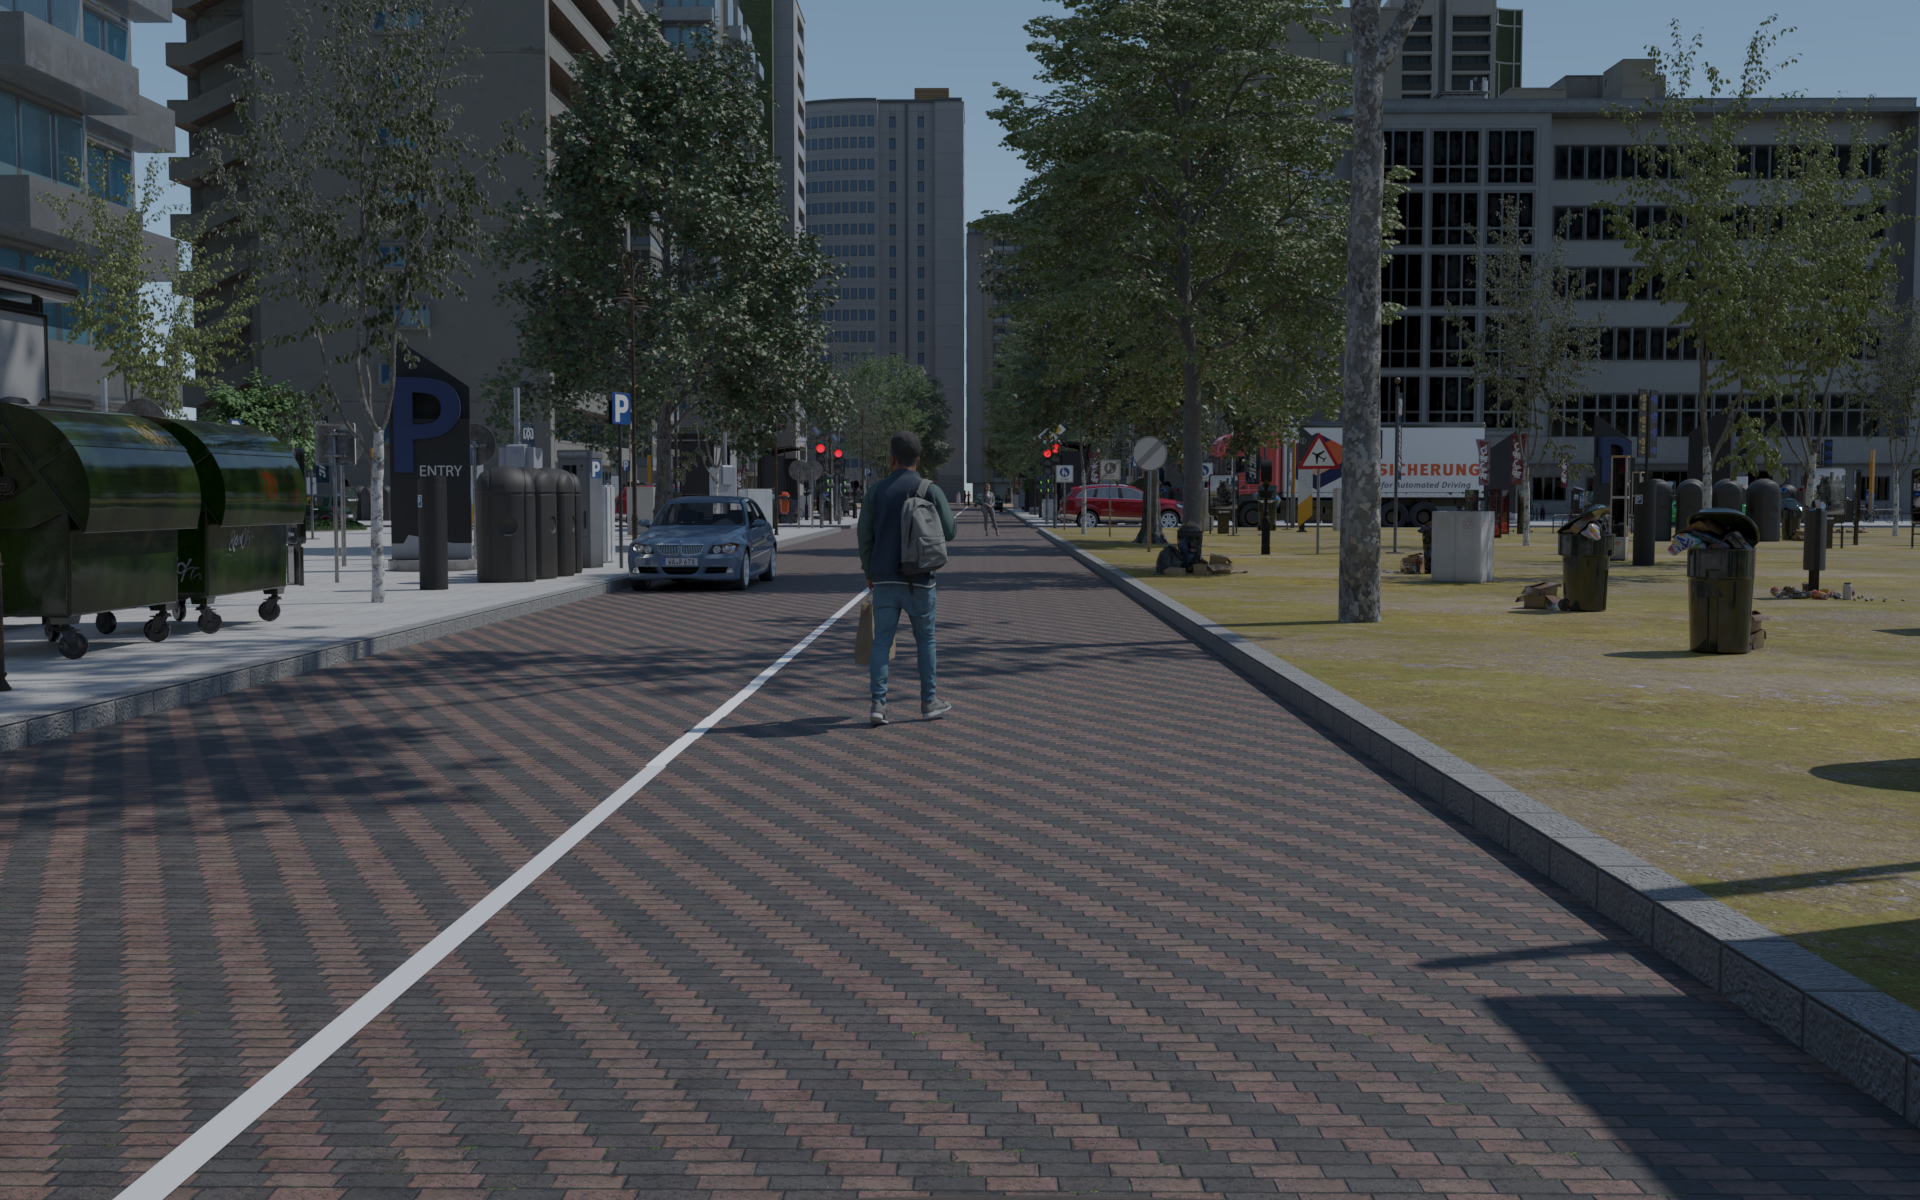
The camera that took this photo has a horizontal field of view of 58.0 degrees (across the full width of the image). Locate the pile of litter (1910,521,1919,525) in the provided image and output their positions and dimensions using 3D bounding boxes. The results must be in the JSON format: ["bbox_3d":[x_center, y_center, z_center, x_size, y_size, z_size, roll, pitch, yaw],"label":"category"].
[{"bbox_3d":[40.221,-3.566,72.262,1.719,0.858,1.176,-2,4,-29],"label":"pile of litter"}]

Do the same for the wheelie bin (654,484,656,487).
[{"bbox_3d":[-9.569,-2.880,54.995,0.693,1.594,0.980,-2,4,-30],"label":"wheelie bin"}]

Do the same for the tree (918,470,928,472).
[{"bbox_3d":[-4.701,-12.488,187.886,4.285,4.588,4.351,0,3,0],"label":"tree"}]

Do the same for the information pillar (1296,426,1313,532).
[{"bbox_3d":[11.577,-4.084,58.128,0.504,3.616,0.183,0,4,7],"label":"information pillar"}]

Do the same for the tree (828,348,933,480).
[{"bbox_3d":[-5.654,-12.021,122.299,9.928,11.665,9.643,0,3,0],"label":"tree"}]

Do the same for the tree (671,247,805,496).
[{"bbox_3d":[-6.984,-6.071,49.631,4.360,8.622,3.978,0,3,0],"label":"tree"}]

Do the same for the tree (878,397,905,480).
[{"bbox_3d":[-5.610,-9.427,104.485,4.360,8.622,3.978,0,3,0],"label":"tree"}]

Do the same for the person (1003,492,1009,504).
[{"bbox_3d":[6.059,-13.407,228.416,0.721,1.735,1.217,-3,5,-44],"label":"person"}]

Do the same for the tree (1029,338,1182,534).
[{"bbox_3d":[4.176,-6.400,55.002,4.360,8.622,3.978,0,3,0],"label":"tree"}]

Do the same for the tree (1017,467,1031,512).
[{"bbox_3d":[4.951,-7.885,123.525,1.663,3.219,1.824,0,3,0],"label":"tree"}]

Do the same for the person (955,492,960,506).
[{"bbox_3d":[-0.214,-12.394,211.805,0.621,1.740,0.551,3,5,40],"label":"person"}]

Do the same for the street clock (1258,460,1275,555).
[{"bbox_3d":[6.479,-1.963,36.661,0.358,2.002,0.471,1,4,8],"label":"street clock"}]

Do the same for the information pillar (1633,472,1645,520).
[{"bbox_3d":[22.442,-3.230,57.308,0.304,2.012,0.304,-3,5,-40],"label":"information pillar"}]

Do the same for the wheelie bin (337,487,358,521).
[{"bbox_3d":[-26.732,-4.133,75.480,0.693,1.594,0.980,2,4,29],"label":"wheelie bin"}]

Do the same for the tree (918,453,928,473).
[{"bbox_3d":[-4.492,-14.900,193.973,4.360,8.622,3.978,0,3,0],"label":"tree"}]

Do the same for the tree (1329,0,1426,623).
[{"bbox_3d":[5.345,-9.802,16.157,12.611,20.169,13.585,0,3,0],"label":"tree"}]

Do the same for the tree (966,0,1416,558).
[{"bbox_3d":[3.669,-6.826,29.737,7.486,12.596,7.792,0,3,0],"label":"tree"}]

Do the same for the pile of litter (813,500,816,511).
[{"bbox_3d":[-11.053,-7.131,130.551,1.719,0.858,1.176,3,4,39],"label":"pile of litter"}]

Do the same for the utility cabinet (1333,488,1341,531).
[{"bbox_3d":[13.469,-3.127,59.804,1.173,1.500,0.318,-1,4,-15],"label":"utility cabinet"}]

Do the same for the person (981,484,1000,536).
[{"bbox_3d":[1.031,-3.080,59.135,0.520,1.790,0.573,-3,5,-39],"label":"person"}]

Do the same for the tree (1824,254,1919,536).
[{"bbox_3d":[28.342,-6.236,52.329,4.360,8.622,3.978,0,3,0],"label":"tree"}]

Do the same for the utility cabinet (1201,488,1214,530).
[{"bbox_3d":[8.647,-3.182,60.711,0.318,1.500,1.173,0,4,-1],"label":"utility cabinet"}]

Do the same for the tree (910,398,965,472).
[{"bbox_3d":[-4.438,-18.318,209.873,12.009,13.543,11.850,0,3,0],"label":"tree"}]

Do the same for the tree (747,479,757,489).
[{"bbox_3d":[-13.563,-7.690,120.340,1.663,3.219,1.824,0,3,0],"label":"tree"}]

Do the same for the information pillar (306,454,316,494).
[{"bbox_3d":[-32.487,-5.837,86.790,0.183,3.616,0.504,3,5,42],"label":"information pillar"}]

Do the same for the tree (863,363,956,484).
[{"bbox_3d":[-4.997,-16.118,170.180,9.857,13.997,8.962,0,3,0],"label":"tree"}]

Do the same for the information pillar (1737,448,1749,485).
[{"bbox_3d":[36.913,-5.526,81.703,0.504,3.616,0.183,3,4,37],"label":"information pillar"}]

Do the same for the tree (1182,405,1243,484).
[{"bbox_3d":[11.525,-7.845,78.631,4.360,8.622,3.978,0,3,0],"label":"tree"}]

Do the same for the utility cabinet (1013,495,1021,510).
[{"bbox_3d":[4.881,-8.074,143.174,1.020,1.237,0.306,2,4,33],"label":"utility cabinet"}]

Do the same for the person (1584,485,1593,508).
[{"bbox_3d":[24.548,-3.579,67.008,0.794,1.824,0.713,-3,4,-38],"label":"person"}]

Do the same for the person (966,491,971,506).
[{"bbox_3d":[0.963,-11.769,200.856,0.705,1.831,1.348,-2,4,-35],"label":"person"}]

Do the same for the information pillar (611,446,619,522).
[{"bbox_3d":[-15.698,-5.352,78.855,0.504,3.616,0.183,3,4,36],"label":"information pillar"}]

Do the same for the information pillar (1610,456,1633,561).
[{"bbox_3d":[12.675,-1.761,33.279,0.304,2.012,0.304,2,4,30],"label":"information pillar"}]

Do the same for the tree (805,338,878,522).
[{"bbox_3d":[-6.245,-7.974,80.732,4.360,8.622,3.978,0,3,0],"label":"tree"}]

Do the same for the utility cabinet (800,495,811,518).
[{"bbox_3d":[-8.542,-5.074,94.125,1.020,1.237,0.306,1,4,21],"label":"utility cabinet"}]

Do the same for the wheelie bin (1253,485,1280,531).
[{"bbox_3d":[10.730,-3.223,60.599,0.980,1.594,0.693,1,4,16],"label":"wheelie bin"}]

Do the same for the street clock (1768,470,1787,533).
[{"bbox_3d":[24.121,-2.850,51.160,0.471,2.002,0.358,-1,4,-9],"label":"street clock"}]

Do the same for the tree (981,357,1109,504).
[{"bbox_3d":[5.092,-10.042,98.601,7.601,10.594,8.767,1,4,12],"label":"tree"}]

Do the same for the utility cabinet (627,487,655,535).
[{"bbox_3d":[-9.676,-2.711,53.007,1.173,1.500,0.318,3,4,37],"label":"utility cabinet"}]

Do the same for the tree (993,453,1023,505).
[{"bbox_3d":[6.187,-15.867,209.792,4.737,8.622,4.395,0,3,0],"label":"tree"}]

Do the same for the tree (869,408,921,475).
[{"bbox_3d":[-5.124,-11.770,142.807,4.737,8.622,4.395,0,3,0],"label":"tree"}]

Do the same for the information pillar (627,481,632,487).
[{"bbox_3d":[-18.340,-5.612,96.253,0.304,2.012,0.304,2,4,25],"label":"information pillar"}]

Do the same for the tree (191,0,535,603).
[{"bbox_3d":[-6.984,-4.288,20.468,4.360,8.622,3.978,0,3,0],"label":"tree"}]

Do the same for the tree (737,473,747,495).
[{"bbox_3d":[-16.526,-8.099,127.019,1.663,3.219,1.824,0,3,0],"label":"tree"}]

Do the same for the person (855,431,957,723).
[{"bbox_3d":[-0.392,-0.144,10.844,0.794,1.824,0.713,2,4,25],"label":"person"}]

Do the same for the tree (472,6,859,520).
[{"bbox_3d":[-6.951,-7.581,40.954,9.611,12.733,9.660,0,3,0],"label":"tree"}]

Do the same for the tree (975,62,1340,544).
[{"bbox_3d":[5.042,-7.819,44.845,9.611,12.733,9.660,0,3,0],"label":"tree"}]

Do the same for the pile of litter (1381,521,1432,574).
[{"bbox_3d":[7.675,-0.868,28.158,1.719,0.858,1.176,2,4,28],"label":"pile of litter"}]

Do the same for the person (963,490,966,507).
[{"bbox_3d":[0.528,-11.616,198.058,0.705,1.869,1.348,0,4,1],"label":"person"}]

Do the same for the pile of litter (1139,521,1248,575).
[{"bbox_3d":[3.867,-0.851,27.872,1.719,0.858,1.176,-1,4,-10],"label":"pile of litter"}]

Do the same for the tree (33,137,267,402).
[{"bbox_3d":[-17.266,-5.277,36.641,4.737,8.622,4.395,0,3,0],"label":"tree"}]
